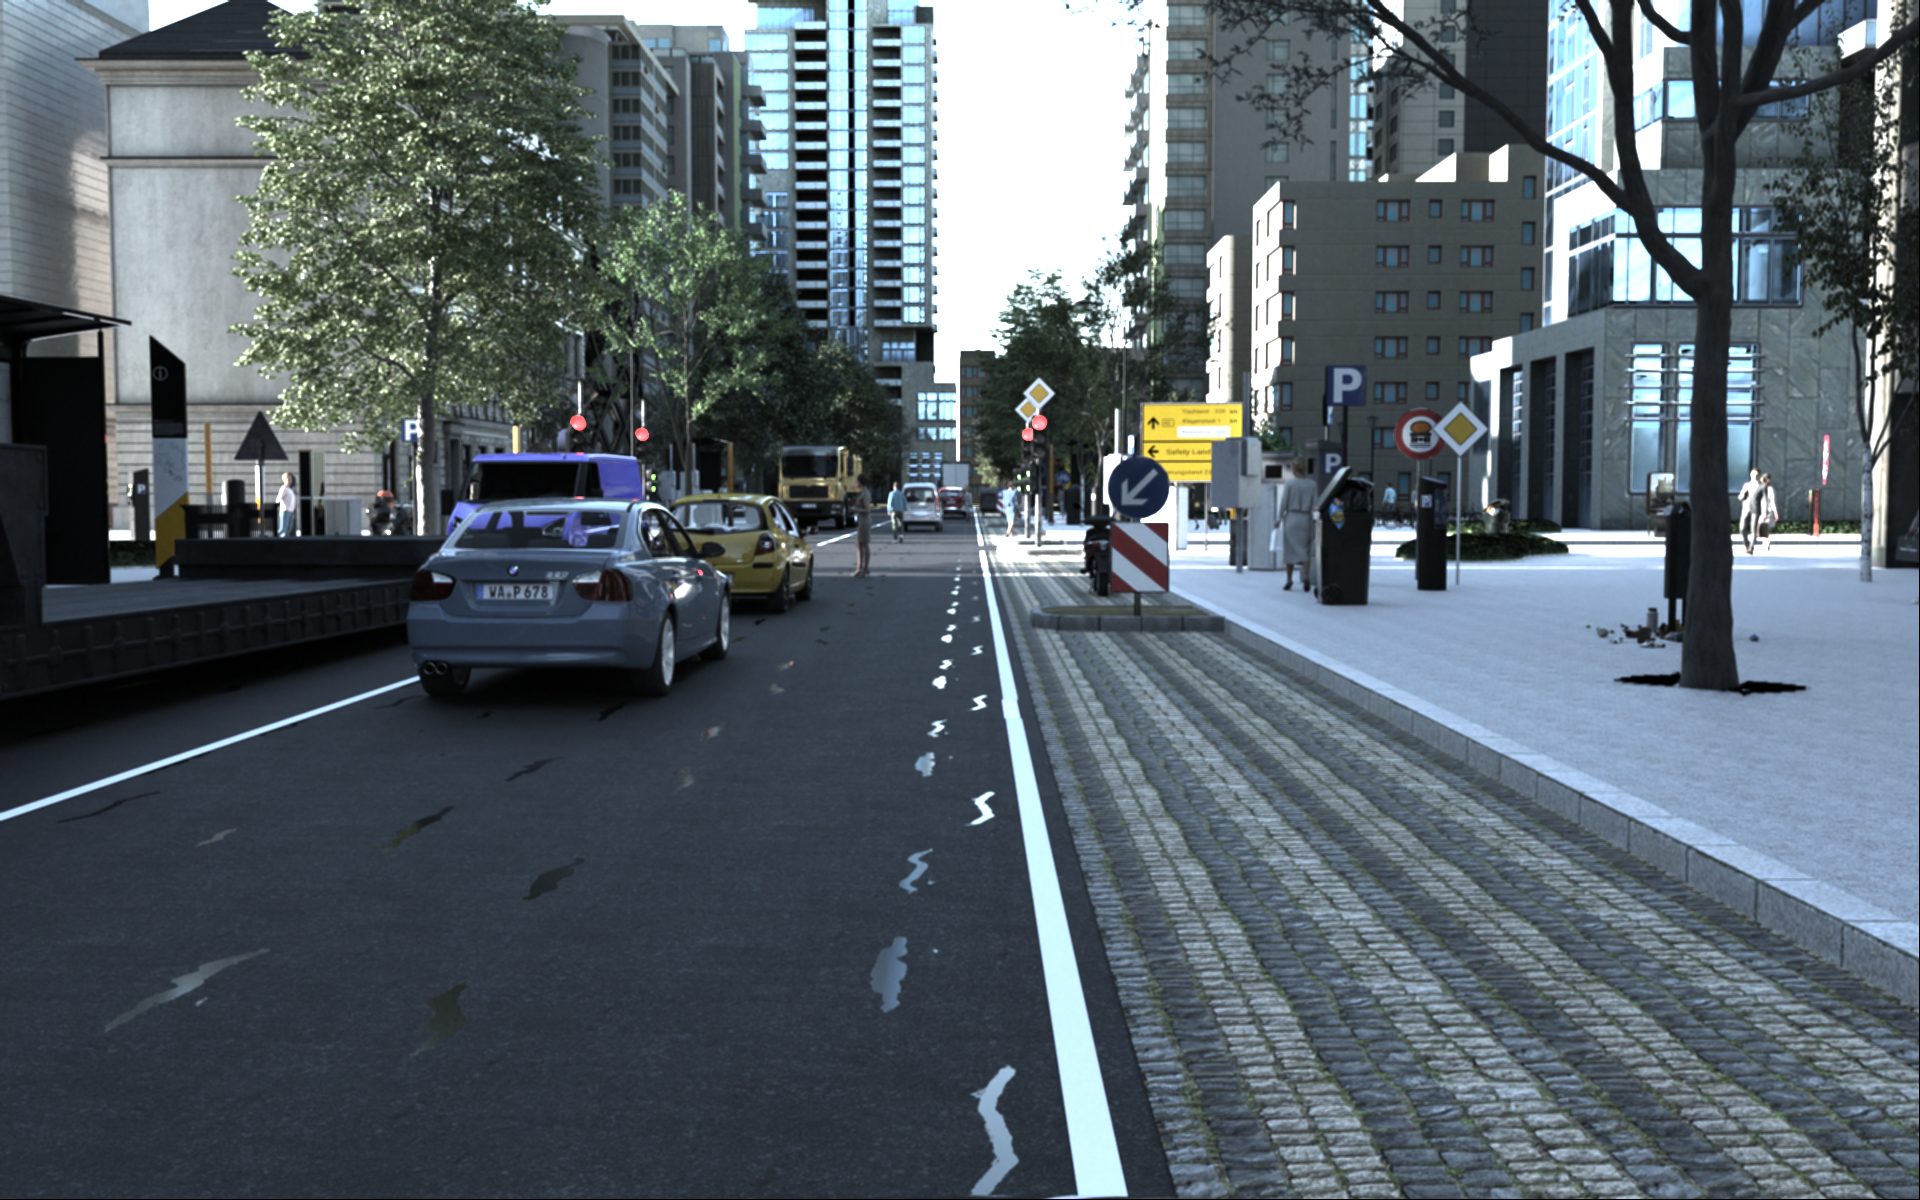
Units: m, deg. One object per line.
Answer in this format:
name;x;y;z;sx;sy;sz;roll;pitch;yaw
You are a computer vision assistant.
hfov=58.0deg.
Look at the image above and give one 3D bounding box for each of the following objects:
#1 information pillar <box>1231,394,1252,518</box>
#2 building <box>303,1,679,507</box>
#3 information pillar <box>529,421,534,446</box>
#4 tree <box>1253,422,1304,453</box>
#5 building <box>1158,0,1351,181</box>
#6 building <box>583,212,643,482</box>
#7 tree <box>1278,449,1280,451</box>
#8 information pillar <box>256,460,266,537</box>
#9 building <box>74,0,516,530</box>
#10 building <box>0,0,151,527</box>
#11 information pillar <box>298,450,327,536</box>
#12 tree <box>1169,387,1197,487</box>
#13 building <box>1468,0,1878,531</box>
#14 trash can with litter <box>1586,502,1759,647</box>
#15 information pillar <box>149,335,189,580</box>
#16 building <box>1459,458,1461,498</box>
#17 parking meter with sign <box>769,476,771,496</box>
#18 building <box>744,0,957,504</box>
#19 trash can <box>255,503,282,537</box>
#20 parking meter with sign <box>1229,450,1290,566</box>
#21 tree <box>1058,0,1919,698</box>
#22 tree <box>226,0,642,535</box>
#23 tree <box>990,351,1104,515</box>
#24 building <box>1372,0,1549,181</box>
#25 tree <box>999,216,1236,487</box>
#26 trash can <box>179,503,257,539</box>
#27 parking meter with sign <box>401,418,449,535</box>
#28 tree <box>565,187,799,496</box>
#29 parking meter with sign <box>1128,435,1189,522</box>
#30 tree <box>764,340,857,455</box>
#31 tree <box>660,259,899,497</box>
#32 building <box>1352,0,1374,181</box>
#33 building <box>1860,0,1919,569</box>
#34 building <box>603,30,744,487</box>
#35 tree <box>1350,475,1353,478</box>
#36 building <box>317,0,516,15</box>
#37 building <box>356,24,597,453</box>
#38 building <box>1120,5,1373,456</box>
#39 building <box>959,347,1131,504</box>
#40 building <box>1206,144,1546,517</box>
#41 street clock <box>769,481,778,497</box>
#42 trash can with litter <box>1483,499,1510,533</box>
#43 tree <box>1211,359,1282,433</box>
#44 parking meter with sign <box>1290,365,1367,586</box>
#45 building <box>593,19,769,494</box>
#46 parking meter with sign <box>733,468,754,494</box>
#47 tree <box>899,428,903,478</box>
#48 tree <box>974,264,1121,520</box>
information pillar;6.648;-3.026;40.838;0.504;3.616;0.183;2;4;24
building;-36.319;-27.205;136.689;32.217;40.220;23.993;0;4;0
information pillar;-12.782;-3.693;51.739;0.183;3.616;0.504;-1;4;-21
tree;13.497;-5.706;77.009;4.285;4.588;4.351;0;3;0
building;22.426;-27.739;137.132;14.154;41.232;14.086;0;4;0
building;-28.581;-14.700;107.794;16.820;18.784;16.811;0;4;0
tree;13.663;-4.864;74.121;1.663;3.219;1.824;0;3;0
information pillar;-20.783;-3.676;51.450;0.183;3.616;0.504;-3;5;-40
building;-25.161;-12.540;69.652;10.561;19.102;19.286;0;4;0
building;-47.792;-17.619;65.569;29.804;29.767;11.434;0;4;0
information pillar;-10.751;-1.485;28.775;0.304;2.012;0.304;2;4;27
tree;15.332;-10.360;119.744;4.737;8.622;4.395;0;3;0
building;37.986;-46.259;69.011;31.000;86.520;22.319;0;4;0
trash can with litter;6.215;-0.269;15.448;1.678;1.210;2.233;3;4;36
information pillar;-11.701;-2.097;25.634;0.504;3.616;0.183;0;4;-7
building;66.855;-27.760;225.572;14.107;30.474;14.160;0;4;0
parking meter with sign;-9.602;-6.043;95.062;1.738;3.016;0.543;-1;4;-9
building;-15.908;-55.974;227.851;31.000;86.520;22.319;0;4;0
trash can;-11.622;-1.042;28.698;0.748;1.137;0.748;0;3;0
parking meter with sign;5.670;-2.106;30.691;1.738;3.016;0.543;1;4;22
tree;4.832;-6.160;11.089;12.009;13.543;11.850;0;3;0
tree;-9.945;-7.051;33.407;7.486;12.596;7.792;0;3;0
tree;5.543;-11.176;108.481;9.928;11.665;9.643;0;3;0
building;53.162;-45.280;178.572;20.611;71.187;20.563;0;4;0
tree;4.826;-7.588;58.475;8.767;10.594;7.601;-3;5;-43
trash can;-10.009;-0.702;23.132;0.748;1.137;0.748;0;3;0
parking meter with sign;-12.522;-2.721;40.749;0.543;3.016;1.738;0;4;4
tree;-9.643;-8.222;60.188;9.928;11.665;9.643;0;3;0
parking meter with sign;5.934;-3.388;51.661;1.738;3.016;0.543;-1;4;-11
tree;-9.568;-10.362;103.835;7.601;10.594;8.767;-2;4;-33
tree;-9.940;-10.270;84.915;9.611;12.733;9.660;0;3;0
building;44.328;-55.983;227.998;31.000;86.520;22.319;0;4;0
building;26.526;-24.156;18.653;21.300;48.544;21.600;0;4;0
building;-27.474;-28.871;155.631;14.154;41.232;14.086;0;4;0
tree;20.858;-6.139;94.981;1.663;3.219;1.824;0;3;0
building;-70.947;-48.334;228.506;20.611;71.187;20.563;0;4;0
building;-26.255;-15.916;89.104;11.050;23.489;19.941;0;4;0
building;27.894;-33.902;173.914;23.786;49.044;30.456;0;4;0
building;14.399;-23.733;233.068;28.899;21.520;27.650;0;4;0
building;31.511;-16.226;110.327;27.650;21.520;28.899;0;4;0
street clock;-9.978;-5.395;92.772;0.471;2.002;0.358;1;4;19
trash can with litter;12.451;-1.800;40.816;0.624;1.170;1.055;-2;4;-24
tree;15.560;-8.765;93.662;4.360;8.622;3.978;0;3;0
parking meter with sign;5.169;-1.719;24.359;0.543;3.016;1.738;0;4;-4
building;-35.497;-34.161;178.136;30.456;49.044;23.786;0;4;0
parking meter with sign;-12.072;-6.018;94.660;1.738;3.016;0.543;1;4;16
tree;-8.976;-12.714;124.884;9.611;12.733;9.660;0;3;0
tree;4.055;-10.281;86.220;7.486;12.596;7.792;0;3;0
